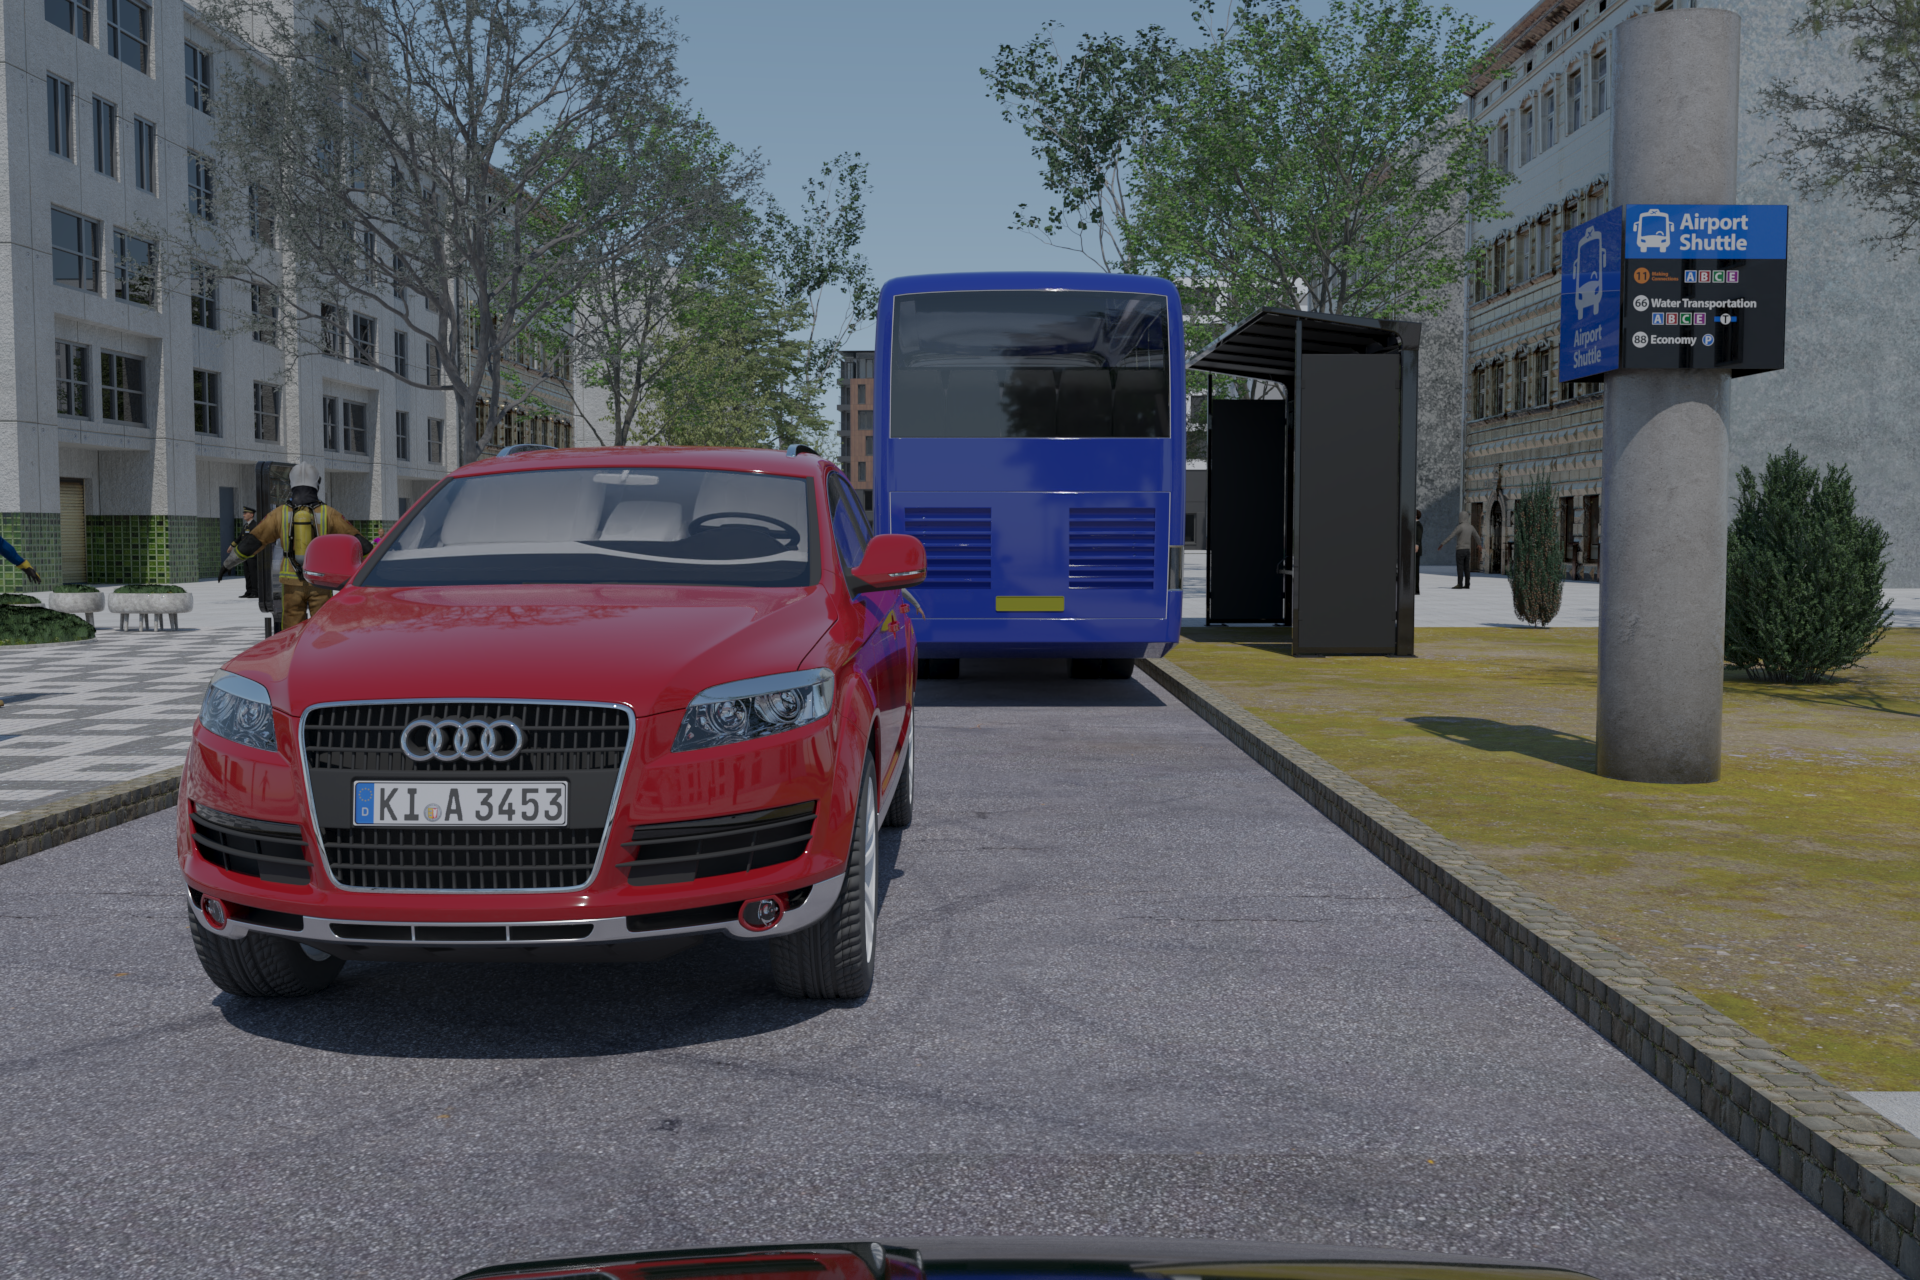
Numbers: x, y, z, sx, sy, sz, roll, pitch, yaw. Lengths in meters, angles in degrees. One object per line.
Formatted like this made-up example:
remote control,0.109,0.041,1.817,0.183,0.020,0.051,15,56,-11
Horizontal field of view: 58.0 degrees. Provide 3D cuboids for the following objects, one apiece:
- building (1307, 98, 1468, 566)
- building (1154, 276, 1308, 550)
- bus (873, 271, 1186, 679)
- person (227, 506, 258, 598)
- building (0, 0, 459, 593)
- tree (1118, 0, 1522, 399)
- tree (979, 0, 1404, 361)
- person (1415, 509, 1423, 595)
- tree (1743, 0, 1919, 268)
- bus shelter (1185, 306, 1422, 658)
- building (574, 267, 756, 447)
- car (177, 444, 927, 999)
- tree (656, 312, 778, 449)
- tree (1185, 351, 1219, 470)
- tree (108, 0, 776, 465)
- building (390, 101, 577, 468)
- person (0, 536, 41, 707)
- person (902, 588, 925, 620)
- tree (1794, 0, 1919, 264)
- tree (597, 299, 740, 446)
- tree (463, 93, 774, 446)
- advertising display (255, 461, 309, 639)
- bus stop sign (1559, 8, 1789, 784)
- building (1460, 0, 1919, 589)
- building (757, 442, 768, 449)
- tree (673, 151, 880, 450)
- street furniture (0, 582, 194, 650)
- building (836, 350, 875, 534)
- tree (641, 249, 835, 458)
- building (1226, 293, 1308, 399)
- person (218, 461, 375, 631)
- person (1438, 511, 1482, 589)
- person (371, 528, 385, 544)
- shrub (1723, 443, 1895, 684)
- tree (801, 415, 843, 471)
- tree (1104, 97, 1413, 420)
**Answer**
building,26.794,-15.144,78.532,19.493,23.208,18.063,0,3,0
building,23.666,-18.937,153.593,27.936,21.610,32.646,0,4,1
bus,0.522,-1.737,19.954,2.896,3.916,12.251,0,4,0
person,-14.204,-1.754,34.607,1.347,1.837,0.705,3,5,39
building,-28.463,-11.396,52.782,16.747,18.905,31.486,0,4,1
tree,6.671,-6.551,32.868,9.928,11.665,9.643,0,3,0
tree,7.009,-12.169,54.859,12.611,20.169,13.585,0,3,0
person,9.562,-1.856,36.532,0.705,1.806,1.347,0,4,5
tree,14.884,-6.749,20.710,12.009,13.543,11.850,0,3,0
bus shelter,3.946,-1.817,20.998,1.731,3.624,6.357,0,4,-1
building,-25.710,-16.169,130.823,16.747,18.905,31.486,0,4,0
car,-1.253,0.100,7.039,2.281,1.827,5.304,0,4,1
tree,-8.320,-6.578,57.906,4.737,8.622,4.395,0,3,0
tree,7.628,-8.326,70.537,8.767,10.594,7.601,3,5,39
tree,-8.228,-7.259,29.062,12.009,13.543,11.850,0,3,0
building,-28.765,-15.119,78.124,19.493,23.208,18.063,0,4,1
person,-7.239,-0.404,12.583,0.705,1.833,1.349,1,4,10
person,-0.756,-0.102,13.385,0.991,1.433,0.599,-1,4,-8
tree,6.634,-3.723,11.232,4.360,8.622,3.978,0,3,0
tree,-8.361,-6.180,51.401,4.737,8.622,4.395,0,3,0
tree,-8.089,-7.046,40.962,9.928,11.665,9.643,0,3,0
advertising display,-6.113,-0.642,15.705,0.123,1.923,0.974,0,4,0
bus stop sign,3.697,-1.226,9.069,0.837,3.901,0.837,0,4,-1
building,26.165,-13.336,48.966,19.493,23.208,18.063,0,4,0
building,-22.814,-13.705,166.223,9.099,9.664,28.070,0,4,1
tree,-7.379,-14.004,84.861,12.611,20.169,13.585,0,3,0
street furniture,-14.919,-0.383,21.895,10.072,0.657,5.734,1,4,15
building,3.244,-21.686,201.003,32.646,21.610,27.936,0,4,3
tree,-8.854,-9.216,68.803,7.486,12.596,7.792,0,3,0
building,25.662,-16.978,134.004,16.016,20.090,11.380,0,3,0
person,-5.209,-0.493,13.825,1.354,1.858,0.705,-1,4,-15
person,11.703,-2.094,40.359,1.348,1.813,0.705,-2,4,-29
person,-14.285,-2.048,42.753,0.991,1.433,0.599,-1,4,-11
shrub,7.223,-0.674,15.054,1.661,2.075,1.752,0,3,0
tree,-8.882,-9.499,105.663,4.737,8.622,4.395,0,3,0
tree,7.087,-7.098,41.813,9.928,11.665,9.643,0,3,0
